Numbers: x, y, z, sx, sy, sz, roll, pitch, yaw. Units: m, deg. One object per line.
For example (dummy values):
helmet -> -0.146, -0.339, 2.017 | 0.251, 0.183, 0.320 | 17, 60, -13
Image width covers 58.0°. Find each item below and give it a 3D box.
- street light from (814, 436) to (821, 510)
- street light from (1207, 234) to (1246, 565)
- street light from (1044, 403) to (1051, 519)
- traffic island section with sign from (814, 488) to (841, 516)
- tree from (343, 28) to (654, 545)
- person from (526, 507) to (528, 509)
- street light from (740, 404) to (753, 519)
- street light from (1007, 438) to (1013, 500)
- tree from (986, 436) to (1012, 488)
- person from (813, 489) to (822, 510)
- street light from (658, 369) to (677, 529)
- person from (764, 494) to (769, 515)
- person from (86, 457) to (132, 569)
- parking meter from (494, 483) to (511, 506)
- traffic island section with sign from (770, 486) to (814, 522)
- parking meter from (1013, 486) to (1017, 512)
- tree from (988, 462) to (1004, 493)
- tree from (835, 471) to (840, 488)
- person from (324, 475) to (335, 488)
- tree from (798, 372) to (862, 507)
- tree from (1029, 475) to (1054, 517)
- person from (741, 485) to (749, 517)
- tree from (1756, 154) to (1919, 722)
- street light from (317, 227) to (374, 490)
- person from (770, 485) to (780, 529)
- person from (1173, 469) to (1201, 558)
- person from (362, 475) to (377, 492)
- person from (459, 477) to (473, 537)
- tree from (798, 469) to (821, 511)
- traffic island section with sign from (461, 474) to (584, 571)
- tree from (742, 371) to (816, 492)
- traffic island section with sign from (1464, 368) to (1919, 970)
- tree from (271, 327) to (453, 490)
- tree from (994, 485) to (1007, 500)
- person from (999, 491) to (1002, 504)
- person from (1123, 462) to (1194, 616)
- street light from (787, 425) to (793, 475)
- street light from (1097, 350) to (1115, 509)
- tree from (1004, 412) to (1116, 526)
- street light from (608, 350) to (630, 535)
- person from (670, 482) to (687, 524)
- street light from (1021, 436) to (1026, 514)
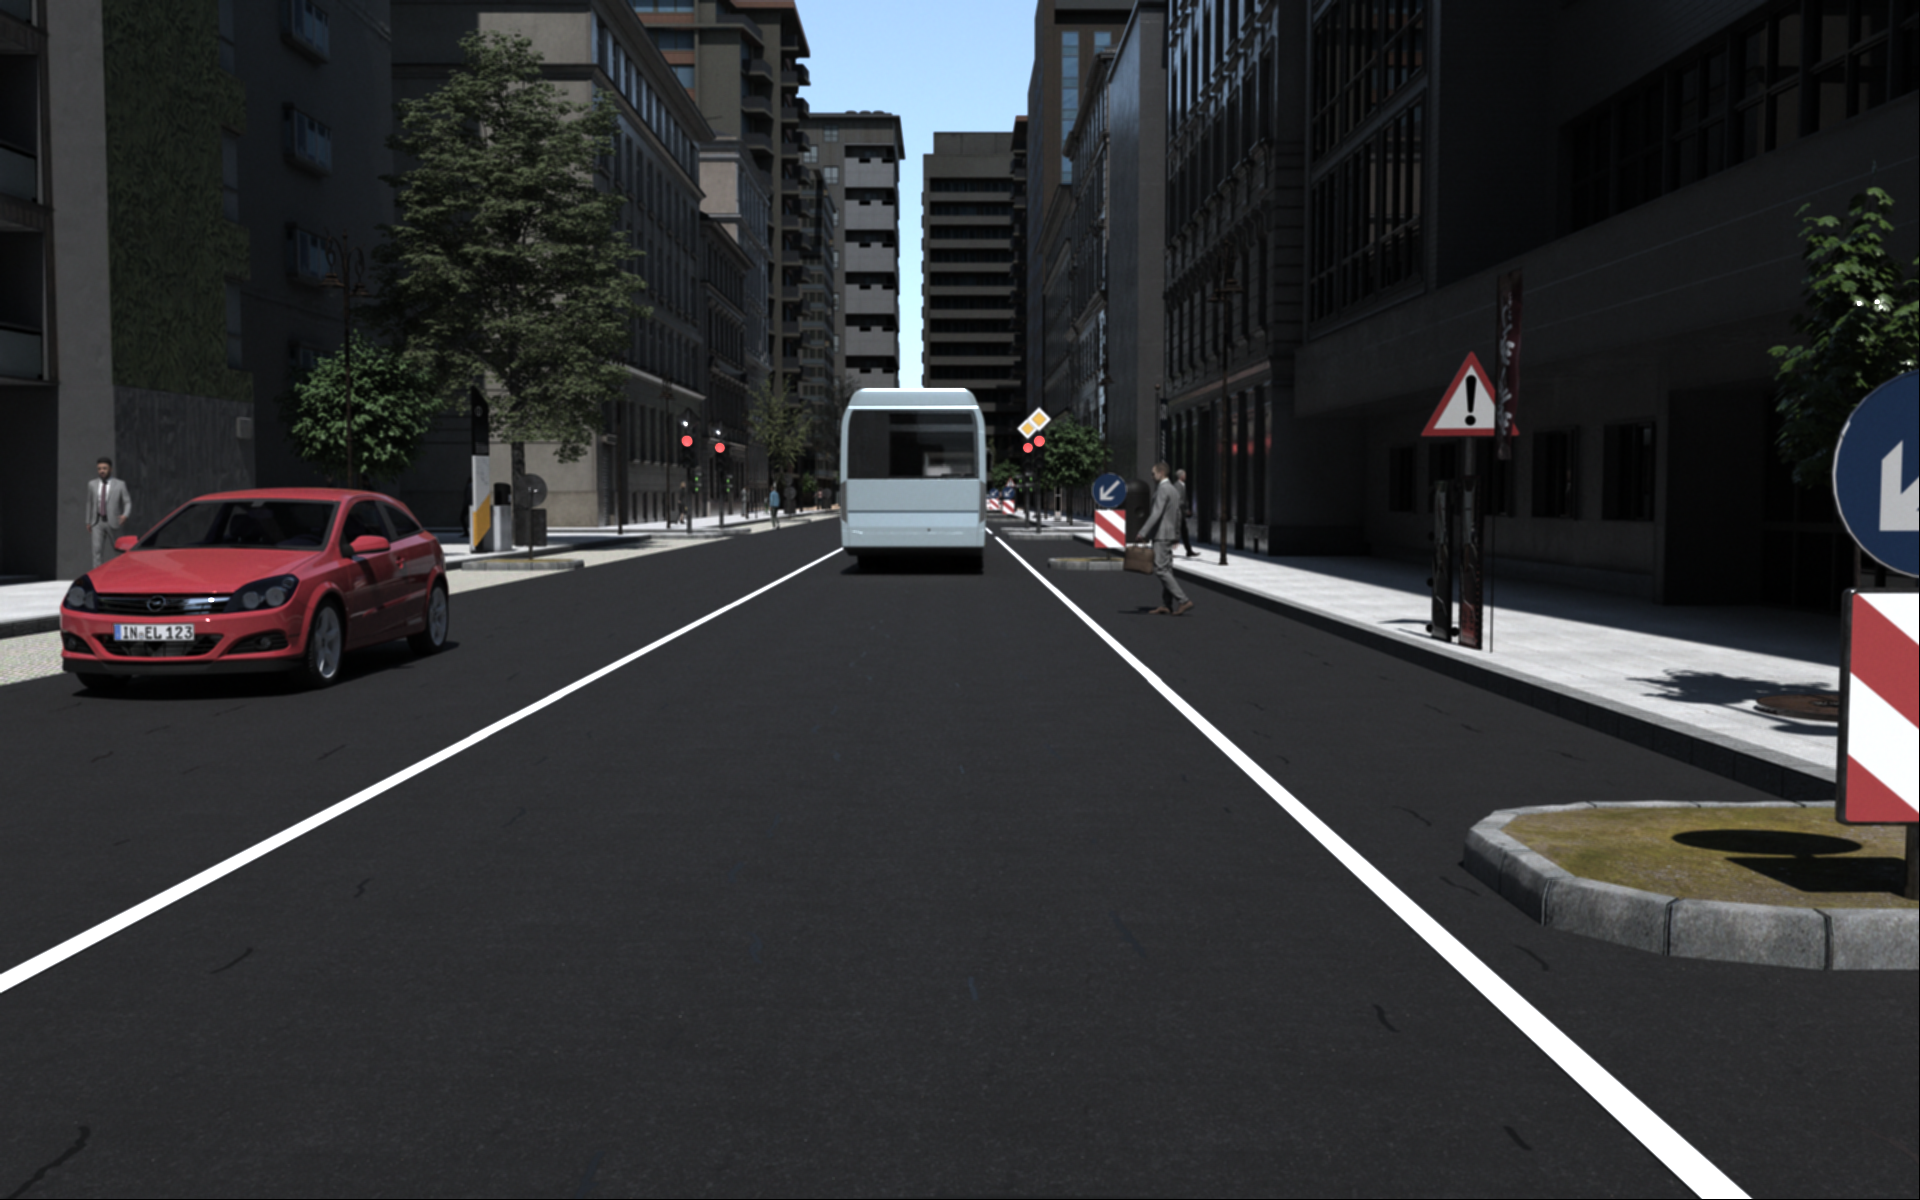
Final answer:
street light -> -11.331, -10.096, 137.861 | 0.468, 5.910, 1.993 | 0, 4, 0
street light -> 4.755, -3.567, 31.106 | 0.468, 5.910, 1.993 | 0, 4, 0
street light -> 4.359, -7.029, 87.704 | 0.468, 5.910, 1.993 | 0, 4, 0
traffic island section with sign -> -8.855, -6.557, 115.839 | 1.989, 1.847, 2.006 | 0, 4, 0
tree -> -11.354, -7.659, 43.354 | 7.486, 12.596, 7.792 | 0, 3, 0
person -> -15.451, -3.238, 61.803 | 0.532, 1.782, 0.716 | -1, 4, -11
street light -> -10.933, -7.098, 88.839 | 0.468, 5.910, 1.993 | 0, 4, 0
street light -> 3.984, -10.125, 138.329 | 0.468, 5.910, 1.993 | 0, 4, 0
tree -> 4.512, -16.265, 216.302 | 4.737, 8.622, 4.395 | 0, 3, 0
person -> -11.521, -8.306, 142.555 | 1.217, 1.736, 0.721 | -1, 4, -12
street light -> -10.812, -5.583, 64.077 | 0.468, 5.910, 1.993 | 0, 4, 0
person -> -12.008, -5.941, 107.424 | 0.306, 1.304, 0.590 | 2, 4, 28
person -> -11.866, -1.090, 24.138 | 0.678, 1.792, 0.850 | 0, 4, -7
parking meter -> -10.320, -1.877, 39.104 | 0.372, 1.533, 0.369 | 0, 3, 0
traffic island section with sign -> -8.674, -4.900, 88.742 | 1.989, 1.847, 2.006 | 0, 4, 0
parking meter -> 4.007, -7.375, 126.295 | 0.255, 1.863, 0.399 | 0, 4, -6
tree -> 4.281, -10.721, 158.998 | 4.285, 4.588, 4.351 | 0, 3, 0
tree -> -11.971, -12.551, 188.923 | 4.285, 4.588, 4.351 | 0, 3, 0
person -> -14.184, -1.997, 39.108 | 0.576, 1.772, 0.534 | 3, 4, 38
tree -> -12.026, -16.172, 174.780 | 12.009, 13.543, 11.850 | 0, 3, 0
tree -> 4.745, -6.307, 97.713 | 1.663, 3.219, 1.824 | 0, 3, 0
person -> -12.286, -5.685, 99.177 | 0.466, 1.800, 0.511 | -3, 5, -45
tree -> 5.124, -0.939, 9.961 | 1.663, 3.219, 1.824 | 0, 3, 0
street light -> -10.688, -3.516, 30.271 | 0.468, 5.910, 1.993 | 0, 4, 0
person -> -7.477, -3.733, 69.874 | 0.444, 1.785, 0.601 | 3, 5, 44
person -> 4.502, -1.749, 35.043 | 0.834, 1.777, 0.661 | 0, 4, -7
person -> -15.235, -2.341, 44.664 | 0.623, 1.781, 0.721 | 2, 4, 26
person -> -14.725, -2.790, 51.847 | 0.473, 1.802, 0.592 | 2, 4, 31
tree -> -11.817, -8.557, 134.503 | 1.663, 3.219, 1.824 | 0, 3, 0
traffic island section with sign -> -8.293, -1.499, 33.142 | 1.989, 1.847, 2.006 | 0, 4, 0
tree -> -10.989, -9.446, 104.799 | 4.737, 8.622, 4.395 | 0, 3, 0
traffic island section with sign -> 2.925, 0.151, 6.159 | 1.989, 1.847, 2.006 | 0, 4, 0
tree -> -11.809, -3.095, 34.311 | 4.285, 4.588, 4.351 | 0, 3, 0
tree -> 4.596, -12.382, 197.054 | 1.663, 3.219, 1.824 | 0, 3, 0
person -> 4.463, -11.281, 191.203 | 1.217, 1.736, 0.721 | -1, 4, -15
person -> 2.400, -0.732, 20.596 | 0.853, 1.813, 0.709 | 1, 4, 20
street light -> -11.179, -8.598, 113.361 | 0.468, 5.910, 1.993 | 0, 4, 0
street light -> 4.665, -5.065, 55.606 | 0.468, 5.910, 1.993 | 0, 4, 0
tree -> 4.494, -5.237, 69.332 | 4.285, 4.588, 4.351 | 0, 3, 0
street light -> -10.775, -5.014, 54.772 | 0.468, 5.910, 1.993 | 0, 4, 0
person -> -12.064, -4.151, 74.134 | 0.699, 1.804, 1.509 | 1, 4, 22
street light -> 4.231, -8.598, 113.363 | 0.468, 5.910, 1.993 | 0, 4, 0
